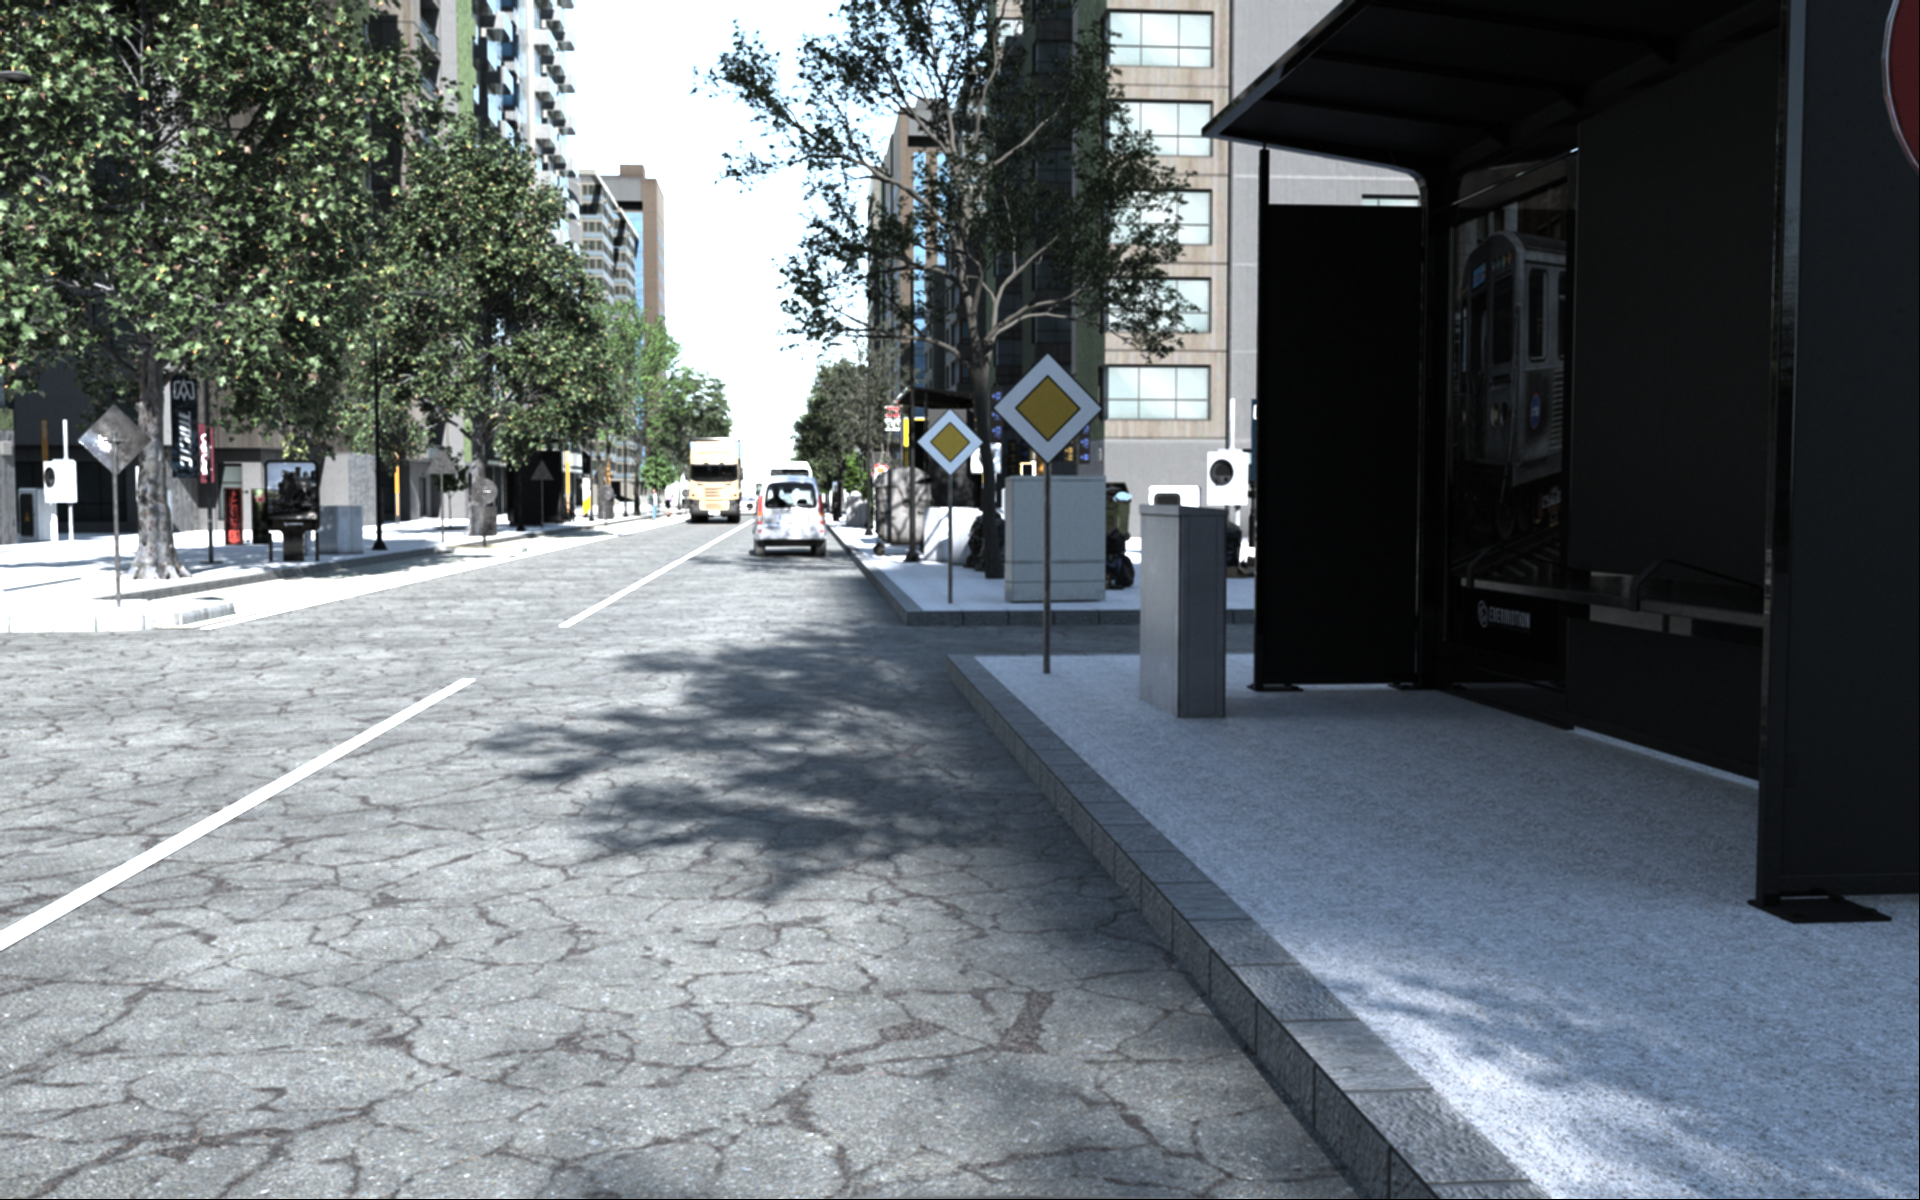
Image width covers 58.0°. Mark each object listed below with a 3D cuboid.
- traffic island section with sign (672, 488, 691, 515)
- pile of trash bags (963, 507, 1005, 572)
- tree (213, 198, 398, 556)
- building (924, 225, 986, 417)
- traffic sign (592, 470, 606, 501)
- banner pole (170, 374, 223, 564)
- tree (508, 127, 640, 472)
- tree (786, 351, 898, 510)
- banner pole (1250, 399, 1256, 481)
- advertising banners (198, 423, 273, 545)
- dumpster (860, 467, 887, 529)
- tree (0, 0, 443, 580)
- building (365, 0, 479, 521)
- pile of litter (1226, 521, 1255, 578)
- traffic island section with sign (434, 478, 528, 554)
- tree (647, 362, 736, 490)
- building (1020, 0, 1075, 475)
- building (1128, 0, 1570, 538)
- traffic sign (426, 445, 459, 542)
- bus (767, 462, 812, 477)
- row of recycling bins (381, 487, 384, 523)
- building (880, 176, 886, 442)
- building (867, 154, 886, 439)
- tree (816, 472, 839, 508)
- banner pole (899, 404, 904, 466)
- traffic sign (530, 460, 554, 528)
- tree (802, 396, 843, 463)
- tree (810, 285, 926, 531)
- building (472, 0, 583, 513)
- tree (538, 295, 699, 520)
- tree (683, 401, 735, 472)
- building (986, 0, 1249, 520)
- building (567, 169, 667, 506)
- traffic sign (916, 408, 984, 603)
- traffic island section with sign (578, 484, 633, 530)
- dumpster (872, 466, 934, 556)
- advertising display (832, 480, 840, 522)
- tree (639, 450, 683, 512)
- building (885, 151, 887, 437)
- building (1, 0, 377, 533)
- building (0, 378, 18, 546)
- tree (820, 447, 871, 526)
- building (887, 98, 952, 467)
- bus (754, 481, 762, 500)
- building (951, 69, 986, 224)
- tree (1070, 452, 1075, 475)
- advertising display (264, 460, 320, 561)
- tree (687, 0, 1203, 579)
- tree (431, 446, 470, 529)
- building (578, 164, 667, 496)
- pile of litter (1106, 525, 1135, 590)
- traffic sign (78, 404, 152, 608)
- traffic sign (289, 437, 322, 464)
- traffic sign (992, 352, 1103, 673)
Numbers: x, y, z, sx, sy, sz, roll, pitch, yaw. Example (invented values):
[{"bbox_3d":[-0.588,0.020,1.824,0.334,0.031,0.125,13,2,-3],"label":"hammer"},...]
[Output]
[{"bbox_3d":[-18.650,-6.707,118.288,1.989,1.847,2.006,0,4,-5],"label":"traffic island section with sign"},{"bbox_3d":[1.106,-1.176,28.978,1.912,1.369,3.447,0,4,-5],"label":"pile of trash bags"},{"bbox_3d":[-13.829,-5.225,35.797,4.737,8.622,4.395,0,3,0],"label":"tree"},{"bbox_3d":[12.214,-17.232,126.780,27.650,21.520,28.899,0,4,-5],"label":"building"},{"bbox_3d":[-19.404,-5.681,92.885,0.884,2.594,0.081,0,4,2],"label":"traffic sign"},{"bbox_3d":[-14.095,-2.563,31.922,0.863,3.779,0.401,-2,4,-35],"label":"banner pole"},{"bbox_3d":[-14.515,-8.270,52.223,9.611,12.733,9.660,0,3,0],"label":"tree"},{"bbox_3d":[-9.610,-13.585,139.130,9.611,12.733,9.660,0,3,0],"label":"tree"},{"bbox_3d":[7.133,-3.064,40.118,0.863,3.779,0.401,1,4,22],"label":"banner pole"},{"bbox_3d":[-18.306,-2.903,43.655,0.090,3.025,2.074,2,4,34],"label":"advertising banners"},{"bbox_3d":[-2.890,-3.750,63.813,1.502,2.255,1.985,0,4,-5],"label":"dumpster"},{"bbox_3d":[-12.172,-6.652,25.771,9.611,12.733,9.660,0,3,0],"label":"tree"},{"bbox_3d":[-31.852,-24.494,84.072,14.154,41.232,14.086,0,4,-5],"label":"building"},{"bbox_3d":[4.299,-0.790,26.890,1.719,0.858,1.176,0,4,1],"label":"pile of litter"},{"bbox_3d":[-11.597,-2.048,42.109,1.989,1.847,2.006,0,4,-5],"label":"traffic island section with sign"},{"bbox_3d":[-26.090,-16.016,168.513,9.857,13.997,8.962,0,3,0],"label":"tree"},{"bbox_3d":[9.921,-19.435,89.471,14.160,30.474,14.107,0,4,-5],"label":"building"},{"bbox_3d":[10.536,-22.808,56.501,14.154,41.232,14.086,0,4,-5],"label":"building"},{"bbox_3d":[-13.733,-2.808,45.920,0.884,2.594,0.081,0,4,4],"label":"traffic sign"},{"bbox_3d":[-10.457,-6.785,105.787,2.948,3.499,13.247,0,4,-6],"label":"bus"},{"bbox_3d":[-25.918,-4.229,76.254,1.069,1.692,3.534,-1,4,-15],"label":"row of recycling bins"},{"bbox_3d":[-3.445,-33.159,225.748,14.154,41.232,14.086,0,4,-5],"label":"building"},{"bbox_3d":[-1.960,-37.922,243.721,21.300,48.544,21.600,0,4,-5],"label":"building"},{"bbox_3d":[-11.755,-10.584,156.766,4.285,4.588,4.351,0,3,0],"label":"tree"},{"bbox_3d":[-1.614,-3.557,48.166,0.401,3.779,0.863,0,4,-6],"label":"banner pole"},{"bbox_3d":[-15.853,-4.018,65.694,0.884,2.594,0.081,0,4,1],"label":"traffic sign"},{"bbox_3d":[-12.136,-15.141,165.682,7.486,12.596,7.792,0,3,0],"label":"tree"},{"bbox_3d":[-2.978,-6.671,59.430,4.360,8.622,3.978,0,3,0],"label":"tree"},{"bbox_3d":[-42.495,-31.656,137.179,23.786,49.044,30.456,0,4,-5],"label":"building"},{"bbox_3d":[-18.034,-9.891,87.478,9.928,11.665,9.643,0,3,0],"label":"tree"},{"bbox_3d":[-30.201,-17.746,208.273,7.486,12.596,7.792,0,3,0],"label":"tree"},{"bbox_3d":[8.362,-25.715,104.038,14.154,41.232,14.086,0,4,-5],"label":"building"},{"bbox_3d":[-53.975,-32.233,218.885,32.217,40.220,23.993,0,4,-5],"label":"building"},{"bbox_3d":[-0.118,-1.018,20.289,0.795,2.450,0.064,0,4,-5],"label":"traffic sign"},{"bbox_3d":[-14.081,-3.689,68.950,1.989,1.847,2.006,0,4,-5],"label":"traffic island section with sign"},{"bbox_3d":[-1.194,-1.871,36.349,1.264,1.857,1.865,0,4,-5],"label":"dumpster"},{"bbox_3d":[-5.779,-4.620,80.744,0.123,1.923,0.974,-1,4,-20],"label":"advertising display"},{"bbox_3d":[-22.182,-8.773,127.160,4.285,4.588,4.351,0,3,0],"label":"tree"},{"bbox_3d":[-1.849,-34.315,211.154,14.600,45.320,14.200,0,4,-5],"label":"building"},{"bbox_3d":[-30.092,-17.781,62.413,14.160,30.474,14.107,0,4,-5],"label":"building"},{"bbox_3d":[-30.274,-21.508,35.245,14.154,41.232,14.086,0,4,-5],"label":"building"},{"bbox_3d":[-4.326,-4.595,69.723,1.663,3.219,1.824,0,3,0],"label":"tree"},{"bbox_3d":[-0.342,-33.453,197.059,14.600,45.320,14.200,0,4,-5],"label":"building"},{"bbox_3d":[-26.856,-14.953,239.341,2.948,3.499,13.247,0,4,-5],"label":"bus"},{"bbox_3d":[11.984,-28.195,152.873,32.217,40.220,23.993,0,4,-5],"label":"building"},{"bbox_3d":[6.748,-5.856,79.455,4.285,4.588,4.351,0,3,0],"label":"tree"},{"bbox_3d":[-12.733,-1.703,33.054,0.974,1.923,0.123,0,4,-8],"label":"advertising display"},{"bbox_3d":[0.220,-5.614,26.197,7.601,10.594,8.767,2,4,23],"label":"tree"},{"bbox_3d":[-18.772,-4.208,63.397,1.663,3.219,1.824,0,3,0],"label":"tree"},{"bbox_3d":[-47.951,-35.983,238.427,14.600,45.320,14.200,0,4,-5],"label":"building"},{"bbox_3d":[1.809,-0.595,23.690,1.176,0.858,1.719,2,4,33],"label":"pile of litter"},{"bbox_3d":[-9.474,-0.967,19.447,0.795,2.450,0.064,0,4,-5],"label":"traffic sign"},{"bbox_3d":[-14.662,-2.366,38.786,0.768,2.556,0.104,0,4,2],"label":"traffic sign"},{"bbox_3d":[0.618,-0.532,12.338,0.795,2.450,0.064,0,4,-5],"label":"traffic sign"}]
